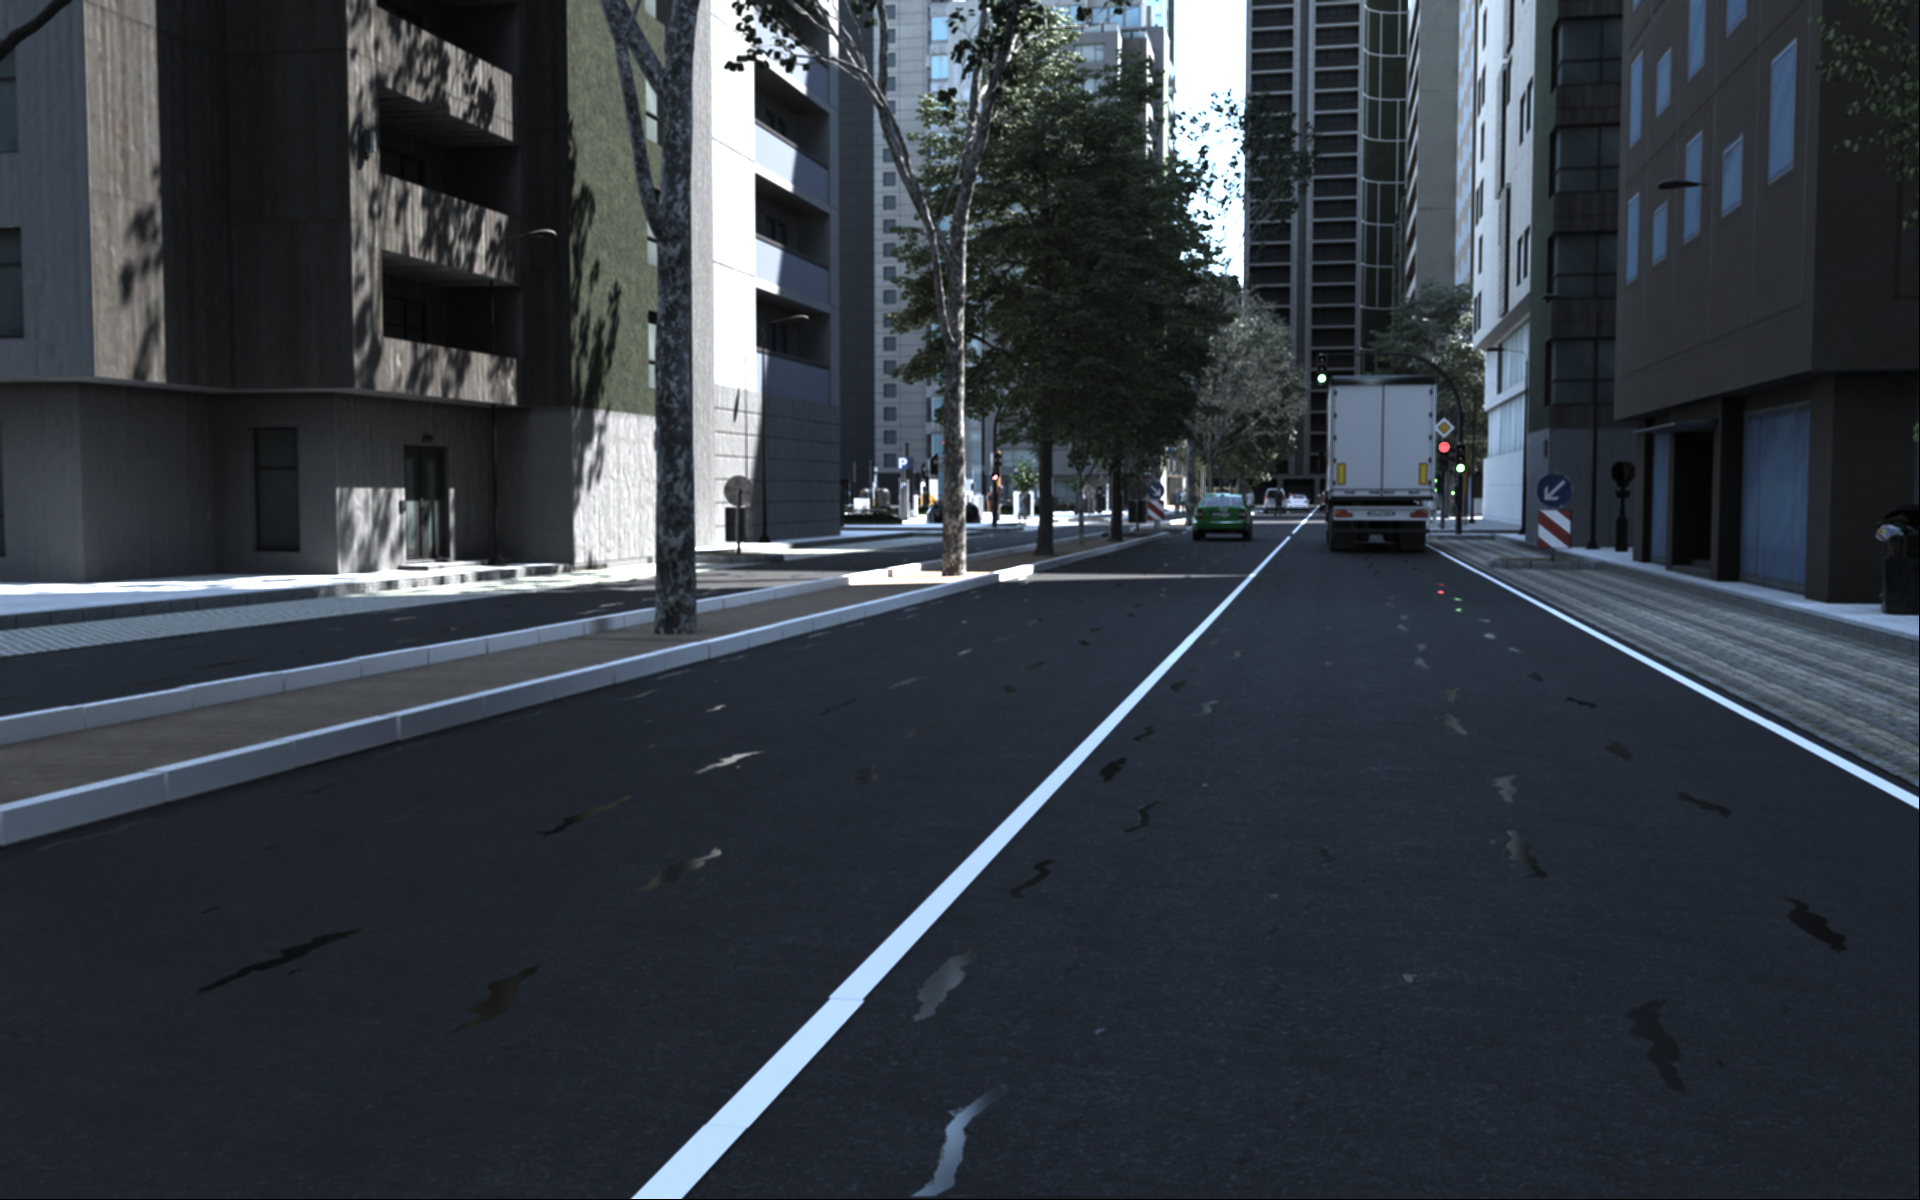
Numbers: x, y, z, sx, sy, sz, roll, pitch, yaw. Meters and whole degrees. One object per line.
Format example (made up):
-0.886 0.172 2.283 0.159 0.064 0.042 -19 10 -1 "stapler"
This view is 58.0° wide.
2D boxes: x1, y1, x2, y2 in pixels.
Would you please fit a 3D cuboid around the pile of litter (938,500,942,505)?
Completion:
-1.863 -7.686 139.627 1.176 0.858 1.719 -3 5 -42 "pile of litter"

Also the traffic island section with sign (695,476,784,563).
-4.809 -1.705 36.505 1.989 1.847 2.006 1 4 12 "traffic island section with sign"

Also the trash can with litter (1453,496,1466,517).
27.947 -5.218 96.701 0.624 1.170 1.055 -1 4 -17 "trash can with litter"

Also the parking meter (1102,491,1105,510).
11.197 -7.783 135.657 0.372 1.533 0.369 0 3 0 "parking meter"

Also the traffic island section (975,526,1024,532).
1.311 -2.718 66.721 2.009 0.180 2.903 1 4 12 "traffic island section"

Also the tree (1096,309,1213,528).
7.581 -6.924 66.022 4.360 8.622 3.978 0 3 0 "tree"

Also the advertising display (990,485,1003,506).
2.639 -7.279 124.217 0.974 1.923 0.123 -2 4 -23 "advertising display"

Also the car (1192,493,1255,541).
8.349 -2.816 54.846 1.959 1.807 4.718 1 4 11 "car"

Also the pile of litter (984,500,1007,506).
2.374 -7.201 131.704 1.719 0.858 1.176 -1 4 -15 "pile of litter"

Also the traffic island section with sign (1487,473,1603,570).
11.312 -1.527 33.595 1.989 1.847 2.006 1 4 12 "traffic island section with sign"

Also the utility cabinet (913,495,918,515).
-2.848 -5.149 95.355 1.020 1.237 0.306 1 4 18 "utility cabinet"

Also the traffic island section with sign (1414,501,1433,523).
22.851 -4.826 87.535 1.989 1.847 2.006 1 4 12 "traffic island section with sign"

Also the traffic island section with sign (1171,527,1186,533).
7.420 -3.482 65.069 2.006 1.907 1.989 1 4 12 "traffic island section with sign"

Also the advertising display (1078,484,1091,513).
8.267 -6.716 115.015 0.974 1.923 0.123 2 4 32 "advertising display"

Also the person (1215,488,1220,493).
15.790 -5.940 105.804 0.709 1.800 0.728 2 4 28 "person"

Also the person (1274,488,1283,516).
20.710 -6.391 112.775 0.659 1.850 0.755 -1 4 -12 "person"

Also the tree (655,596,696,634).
-3.925 -9.779 18.234 12.611 20.169 13.585 0 3 0 "tree"

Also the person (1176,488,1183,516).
14.178 -6.312 111.885 0.526 1.800 0.537 2 4 32 "person"

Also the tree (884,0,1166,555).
1.969 -7.337 40.541 7.486 12.596 7.792 0 3 0 "tree"

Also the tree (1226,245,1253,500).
4.713 -8.077 52.635 7.486 12.596 7.792 0 3 0 "tree"

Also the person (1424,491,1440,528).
18.039 -3.527 66.045 0.514 1.842 0.818 -2 4 -31 "person"

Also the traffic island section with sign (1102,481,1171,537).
5.862 -3.039 57.827 2.006 1.907 1.989 1 4 12 "traffic island section with sign"

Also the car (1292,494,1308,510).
31.044 -9.018 159.443 2.014 1.417 4.499 1 4 13 "car"

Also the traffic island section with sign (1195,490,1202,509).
22.921 -9.636 166.170 1.989 1.847 2.006 1 4 12 "traffic island section with sign"

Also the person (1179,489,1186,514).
15.970 -7.057 124.373 0.782 1.767 0.515 3 5 43 "person"

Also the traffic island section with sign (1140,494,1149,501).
12.574 -6.675 117.768 1.989 1.847 2.006 1 4 12 "traffic island section with sign"

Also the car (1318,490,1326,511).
31.733 -8.522 148.000 2.281 1.827 5.304 1 4 12 "car"

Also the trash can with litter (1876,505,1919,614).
10.157 -0.450 18.740 0.624 1.170 1.055 1 4 18 "trash can with litter"

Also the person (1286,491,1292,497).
38.737 -11.938 203.618 1.348 1.831 0.705 0 4 -3 "person"

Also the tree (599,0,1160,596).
-1.115 -10.536 30.608 12.611 20.169 13.585 0 3 0 "tree"

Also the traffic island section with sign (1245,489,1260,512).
23.124 -7.977 138.554 2.006 1.907 1.989 1 4 12 "traffic island section with sign"

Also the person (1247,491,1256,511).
21.874 -7.433 130.389 0.694 1.780 0.624 2 4 35 "person"

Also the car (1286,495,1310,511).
28.130 -8.068 144.268 2.083 1.381 4.827 1 4 11 "car"

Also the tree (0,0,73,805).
-4.732 -4.823 7.063 9.928 11.665 9.643 0 3 0 "tree"

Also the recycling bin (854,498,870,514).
-5.902 -5.595 104.037 0.722 1.027 0.722 -2 4 -33 "recycling bin"

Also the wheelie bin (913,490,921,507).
-3.597 -7.860 136.424 0.980 1.594 0.693 0 4 -7 "wheelie bin"

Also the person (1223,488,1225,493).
16.994 -6.308 111.907 0.678 1.792 0.850 2 4 25 "person"

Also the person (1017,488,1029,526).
2.792 -4.087 76.325 0.522 1.701 0.512 2 4 34 "person"

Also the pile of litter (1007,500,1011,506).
3.860 -7.469 136.075 1.719 0.858 1.176 0 4 1 "pile of litter"

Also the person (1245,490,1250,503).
21.812 -7.481 131.647 0.643 1.720 0.563 -1 4 -23 "person"

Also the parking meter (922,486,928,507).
-2.471 -7.109 121.943 0.255 1.863 0.399 -2 4 -27 "parking meter"

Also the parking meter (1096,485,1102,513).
9.227 -6.680 114.922 0.399 1.863 0.255 0 4 -8 "parking meter"

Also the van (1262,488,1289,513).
23.704 -7.528 130.098 2.013 2.044 4.112 1 4 11 "van"

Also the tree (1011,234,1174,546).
3.286 -5.743 46.720 4.737 8.622 4.395 0 3 0 "tree"

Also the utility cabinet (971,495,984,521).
0.909 -4.459 84.068 0.306 1.237 1.020 -1 4 -11 "utility cabinet"

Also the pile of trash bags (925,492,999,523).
0.266 -4.098 76.760 3.447 1.369 1.912 -2 4 -32 "pile of trash bags"

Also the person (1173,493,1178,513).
16.483 -7.528 131.761 0.721 1.800 0.419 -3 5 -40 "person"

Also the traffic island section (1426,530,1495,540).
15.964 -2.027 55.429 2.009 0.180 2.903 1 4 12 "traffic island section"

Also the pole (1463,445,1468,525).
21.132 -4.804 72.391 0.158 3.312 0.155 0 3 0 "pole"

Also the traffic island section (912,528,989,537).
-0.359 -2.240 58.912 2.009 0.180 2.903 1 4 12 "traffic island section"

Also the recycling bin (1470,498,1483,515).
31.770 -5.736 106.337 0.722 1.027 0.722 0 4 6 "recycling bin"

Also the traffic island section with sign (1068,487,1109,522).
6.789 -5.021 90.722 1.989 1.847 2.006 1 4 12 "traffic island section with sign"

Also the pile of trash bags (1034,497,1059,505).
6.642 -7.549 133.179 1.912 1.369 3.447 0 4 -4 "pile of trash bags"

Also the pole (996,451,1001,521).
1.814 -5.366 81.576 0.158 3.312 0.155 0 3 0 "pole"
